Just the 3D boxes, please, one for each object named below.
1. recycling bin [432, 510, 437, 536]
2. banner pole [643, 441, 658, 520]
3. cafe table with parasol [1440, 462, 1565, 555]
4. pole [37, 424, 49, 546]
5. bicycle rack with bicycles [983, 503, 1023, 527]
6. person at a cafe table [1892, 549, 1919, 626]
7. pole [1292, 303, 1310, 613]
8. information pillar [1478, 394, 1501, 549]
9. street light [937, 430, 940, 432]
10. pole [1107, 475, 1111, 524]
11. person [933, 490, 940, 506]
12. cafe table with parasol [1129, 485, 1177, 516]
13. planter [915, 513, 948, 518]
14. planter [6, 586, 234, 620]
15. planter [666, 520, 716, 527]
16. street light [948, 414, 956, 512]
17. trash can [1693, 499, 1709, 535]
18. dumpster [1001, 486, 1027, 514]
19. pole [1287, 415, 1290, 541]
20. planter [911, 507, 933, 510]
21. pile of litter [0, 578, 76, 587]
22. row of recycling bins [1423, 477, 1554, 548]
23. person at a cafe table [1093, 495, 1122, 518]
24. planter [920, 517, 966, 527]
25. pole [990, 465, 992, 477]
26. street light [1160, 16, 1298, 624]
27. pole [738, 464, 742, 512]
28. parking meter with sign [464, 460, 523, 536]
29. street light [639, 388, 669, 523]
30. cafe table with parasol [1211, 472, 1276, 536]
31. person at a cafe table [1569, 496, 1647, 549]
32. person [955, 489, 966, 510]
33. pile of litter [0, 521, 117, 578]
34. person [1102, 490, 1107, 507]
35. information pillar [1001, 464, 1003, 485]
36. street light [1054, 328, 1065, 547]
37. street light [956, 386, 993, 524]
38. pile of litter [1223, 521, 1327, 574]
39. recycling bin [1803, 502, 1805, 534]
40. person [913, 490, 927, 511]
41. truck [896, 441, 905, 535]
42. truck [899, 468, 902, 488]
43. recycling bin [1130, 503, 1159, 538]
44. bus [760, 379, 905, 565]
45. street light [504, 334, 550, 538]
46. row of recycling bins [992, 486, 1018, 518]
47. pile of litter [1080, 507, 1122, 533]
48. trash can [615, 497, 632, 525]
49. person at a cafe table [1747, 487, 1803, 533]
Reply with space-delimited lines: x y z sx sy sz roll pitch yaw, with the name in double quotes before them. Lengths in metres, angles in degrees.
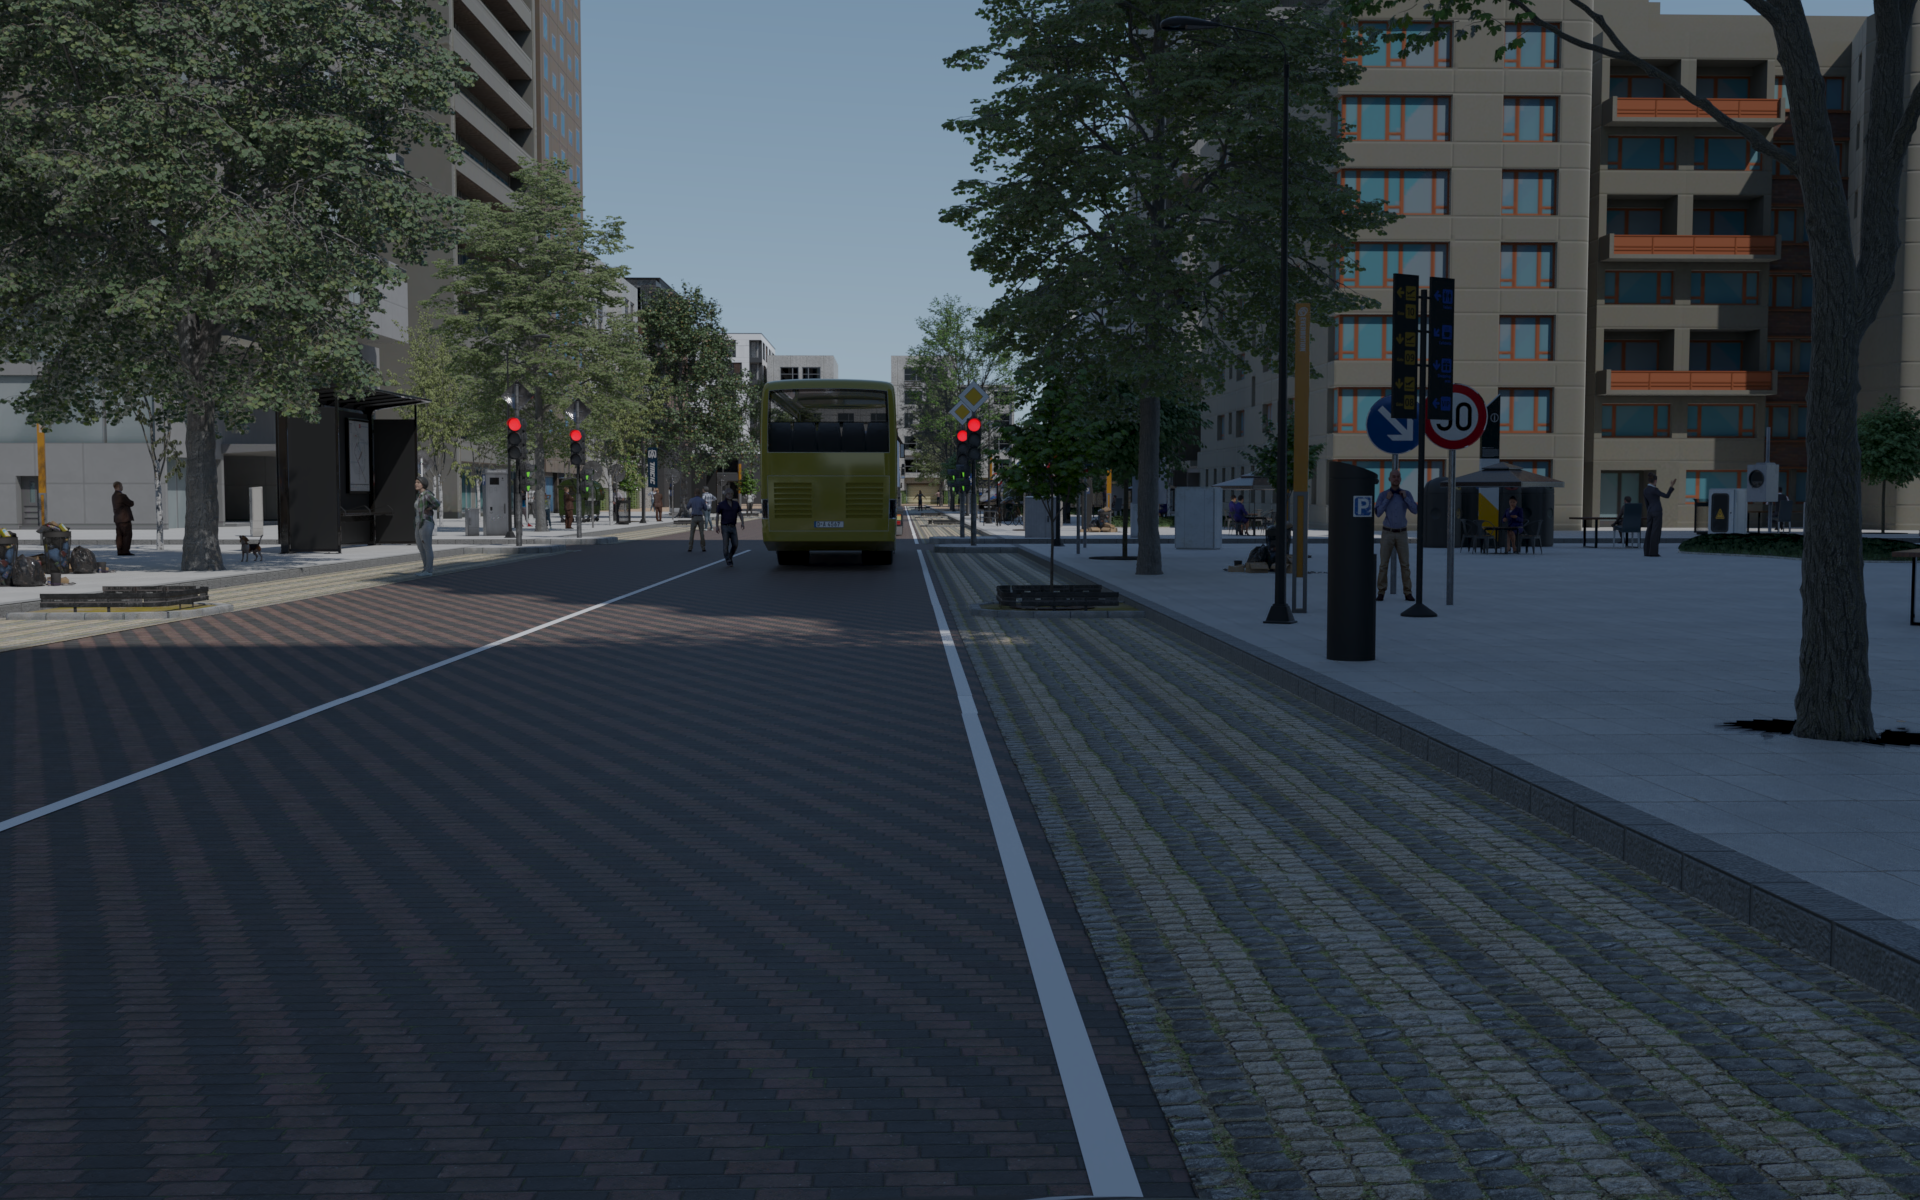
"recycling bin" -16.444 -2.478 53.064 0.722 1.027 0.722 -1 4 -8
"banner pole" -14.670 -5.612 81.775 0.863 3.779 0.401 0 4 4
"cafe table with parasol" 11.618 -1.974 37.141 2.610 1.966 2.610 1 4 12
"pole" -22.731 -3.000 42.898 0.158 3.312 0.155 0 3 0
"bicycle rack with bicycles" 2.146 -3.437 69.574 2.852 0.926 2.925 -1 4 -16
"person at a cafe table" 10.145 -0.509 16.837 1.622 1.524 1.698 3 5 39
"pole" 3.671 -1.516 18.629 0.158 3.312 0.155 0 3 0
"information pillar" 12.424 -3.013 40.611 0.504 3.616 0.183 -1 4 -13
"street light" -0.974 -9.371 125.760 1.470 5.913 1.316 0 4 -2
"pole" 5.431 -4.237 63.117 0.158 3.312 0.155 0 3 0
"person" -2.356 -11.026 187.023 1.217 1.736 0.721 -1 4 -19
"cafe table with parasol" 8.917 -4.592 79.944 2.610 1.966 2.610 0 4 5
"planter" -1.683 -5.017 103.175 1.991 0.319 1.994 0 4 -2
"planter" -9.820 0.035 20.561 1.991 0.319 1.994 0 4 -2
"planter" -11.670 -3.315 75.338 1.991 0.319 1.994 0 4 -2
"street light" -0.133 -7.824 100.461 1.470 5.913 1.316 0 4 -2
"trash can" 23.497 -2.630 54.653 0.748 1.137 0.748 0 3 0
"dumpster" 2.782 -5.020 84.572 1.502 2.255 1.985 0 4 -2
"pole" 8.204 -3.041 43.566 0.158 3.312 0.155 0 3 0
"planter" -3.357 -8.058 152.894 1.991 0.319 1.994 0 4 -2
"pile of litter" -13.341 -0.628 24.240 1.719 0.858 1.176 1 4 11
"row of recycling bins" 12.772 -2.130 41.931 3.534 1.692 1.069 -1 4 -20
"person at a cafe table" 7.927 -4.954 91.865 1.698 1.238 1.726 -2 4 -31
"planter" -0.746 -3.338 75.716 1.991 0.319 1.994 0 4 -2
"pole" 1.434 -5.416 82.392 0.158 3.312 0.155 0 3 0
"street light" 2.644 -2.722 17.039 1.470 5.913 1.316 0 4 -2
"pole" -14.902 -7.544 117.181 0.158 3.312 0.155 0 3 0
"parking meter with sign" -14.278 -3.476 53.099 1.738 3.016 0.543 -2 4 -31
"street light" -13.348 -6.310 75.707 1.470 5.913 1.316 0 4 -2
"cafe table with parasol" 9.084 -2.969 53.409 2.610 1.966 2.610 2 4 24
"person at a cafe table" 15.572 -1.842 40.977 1.698 1.238 1.726 0 4 -1
"person" 0.025 -8.040 138.289 1.217 1.735 0.721 0 4 -4
"pile of litter" -14.604 -0.854 27.932 1.719 0.858 1.176 -1 4 -12
"person" 10.898 -7.445 129.239 0.593 1.643 0.415 0 4 3
"information pillar" 2.993 -8.123 124.160 0.183 3.616 0.504 0 4 6
"street light" 1.864 -4.269 42.340 1.470 5.913 1.316 0 4 -2
"street light" 0.709 -6.246 74.662 1.470 5.913 1.316 0 4 -2
"pile of litter" 5.151 -0.882 28.393 1.176 0.858 1.719 -3 5 -39
"recycling bin" 26.971 -2.552 54.278 0.722 1.027 0.722 -1 4 -19
"person" -3.315 -8.232 143.812 1.217 1.735 0.721 1 4 20
"truck" -3.534 -4.782 67.946 2.967 4.110 18.799 0 4 -2
"truck" -7.826 -12.395 191.569 2.839 4.237 11.283 0 4 -2
"recycling bin" 5.443 -2.356 51.067 0.722 1.027 0.722 1 4 18
"bus" -2.635 -2.841 37.996 2.896 3.916 12.252 0 4 -2
"street light" -12.590 -4.762 50.405 1.470 5.913 1.316 0 4 -2
"row of recycling bins" 2.411 -5.263 93.161 1.069 1.692 3.534 1 4 16
"pile of litter" 4.779 -2.704 58.175 1.719 0.858 1.176 3 5 41
"trash can" -14.078 -3.718 72.446 0.748 1.137 0.748 0 3 0
"person at a cafe table" 26.618 -2.942 56.624 1.698 1.524 1.622 0 4 -2
